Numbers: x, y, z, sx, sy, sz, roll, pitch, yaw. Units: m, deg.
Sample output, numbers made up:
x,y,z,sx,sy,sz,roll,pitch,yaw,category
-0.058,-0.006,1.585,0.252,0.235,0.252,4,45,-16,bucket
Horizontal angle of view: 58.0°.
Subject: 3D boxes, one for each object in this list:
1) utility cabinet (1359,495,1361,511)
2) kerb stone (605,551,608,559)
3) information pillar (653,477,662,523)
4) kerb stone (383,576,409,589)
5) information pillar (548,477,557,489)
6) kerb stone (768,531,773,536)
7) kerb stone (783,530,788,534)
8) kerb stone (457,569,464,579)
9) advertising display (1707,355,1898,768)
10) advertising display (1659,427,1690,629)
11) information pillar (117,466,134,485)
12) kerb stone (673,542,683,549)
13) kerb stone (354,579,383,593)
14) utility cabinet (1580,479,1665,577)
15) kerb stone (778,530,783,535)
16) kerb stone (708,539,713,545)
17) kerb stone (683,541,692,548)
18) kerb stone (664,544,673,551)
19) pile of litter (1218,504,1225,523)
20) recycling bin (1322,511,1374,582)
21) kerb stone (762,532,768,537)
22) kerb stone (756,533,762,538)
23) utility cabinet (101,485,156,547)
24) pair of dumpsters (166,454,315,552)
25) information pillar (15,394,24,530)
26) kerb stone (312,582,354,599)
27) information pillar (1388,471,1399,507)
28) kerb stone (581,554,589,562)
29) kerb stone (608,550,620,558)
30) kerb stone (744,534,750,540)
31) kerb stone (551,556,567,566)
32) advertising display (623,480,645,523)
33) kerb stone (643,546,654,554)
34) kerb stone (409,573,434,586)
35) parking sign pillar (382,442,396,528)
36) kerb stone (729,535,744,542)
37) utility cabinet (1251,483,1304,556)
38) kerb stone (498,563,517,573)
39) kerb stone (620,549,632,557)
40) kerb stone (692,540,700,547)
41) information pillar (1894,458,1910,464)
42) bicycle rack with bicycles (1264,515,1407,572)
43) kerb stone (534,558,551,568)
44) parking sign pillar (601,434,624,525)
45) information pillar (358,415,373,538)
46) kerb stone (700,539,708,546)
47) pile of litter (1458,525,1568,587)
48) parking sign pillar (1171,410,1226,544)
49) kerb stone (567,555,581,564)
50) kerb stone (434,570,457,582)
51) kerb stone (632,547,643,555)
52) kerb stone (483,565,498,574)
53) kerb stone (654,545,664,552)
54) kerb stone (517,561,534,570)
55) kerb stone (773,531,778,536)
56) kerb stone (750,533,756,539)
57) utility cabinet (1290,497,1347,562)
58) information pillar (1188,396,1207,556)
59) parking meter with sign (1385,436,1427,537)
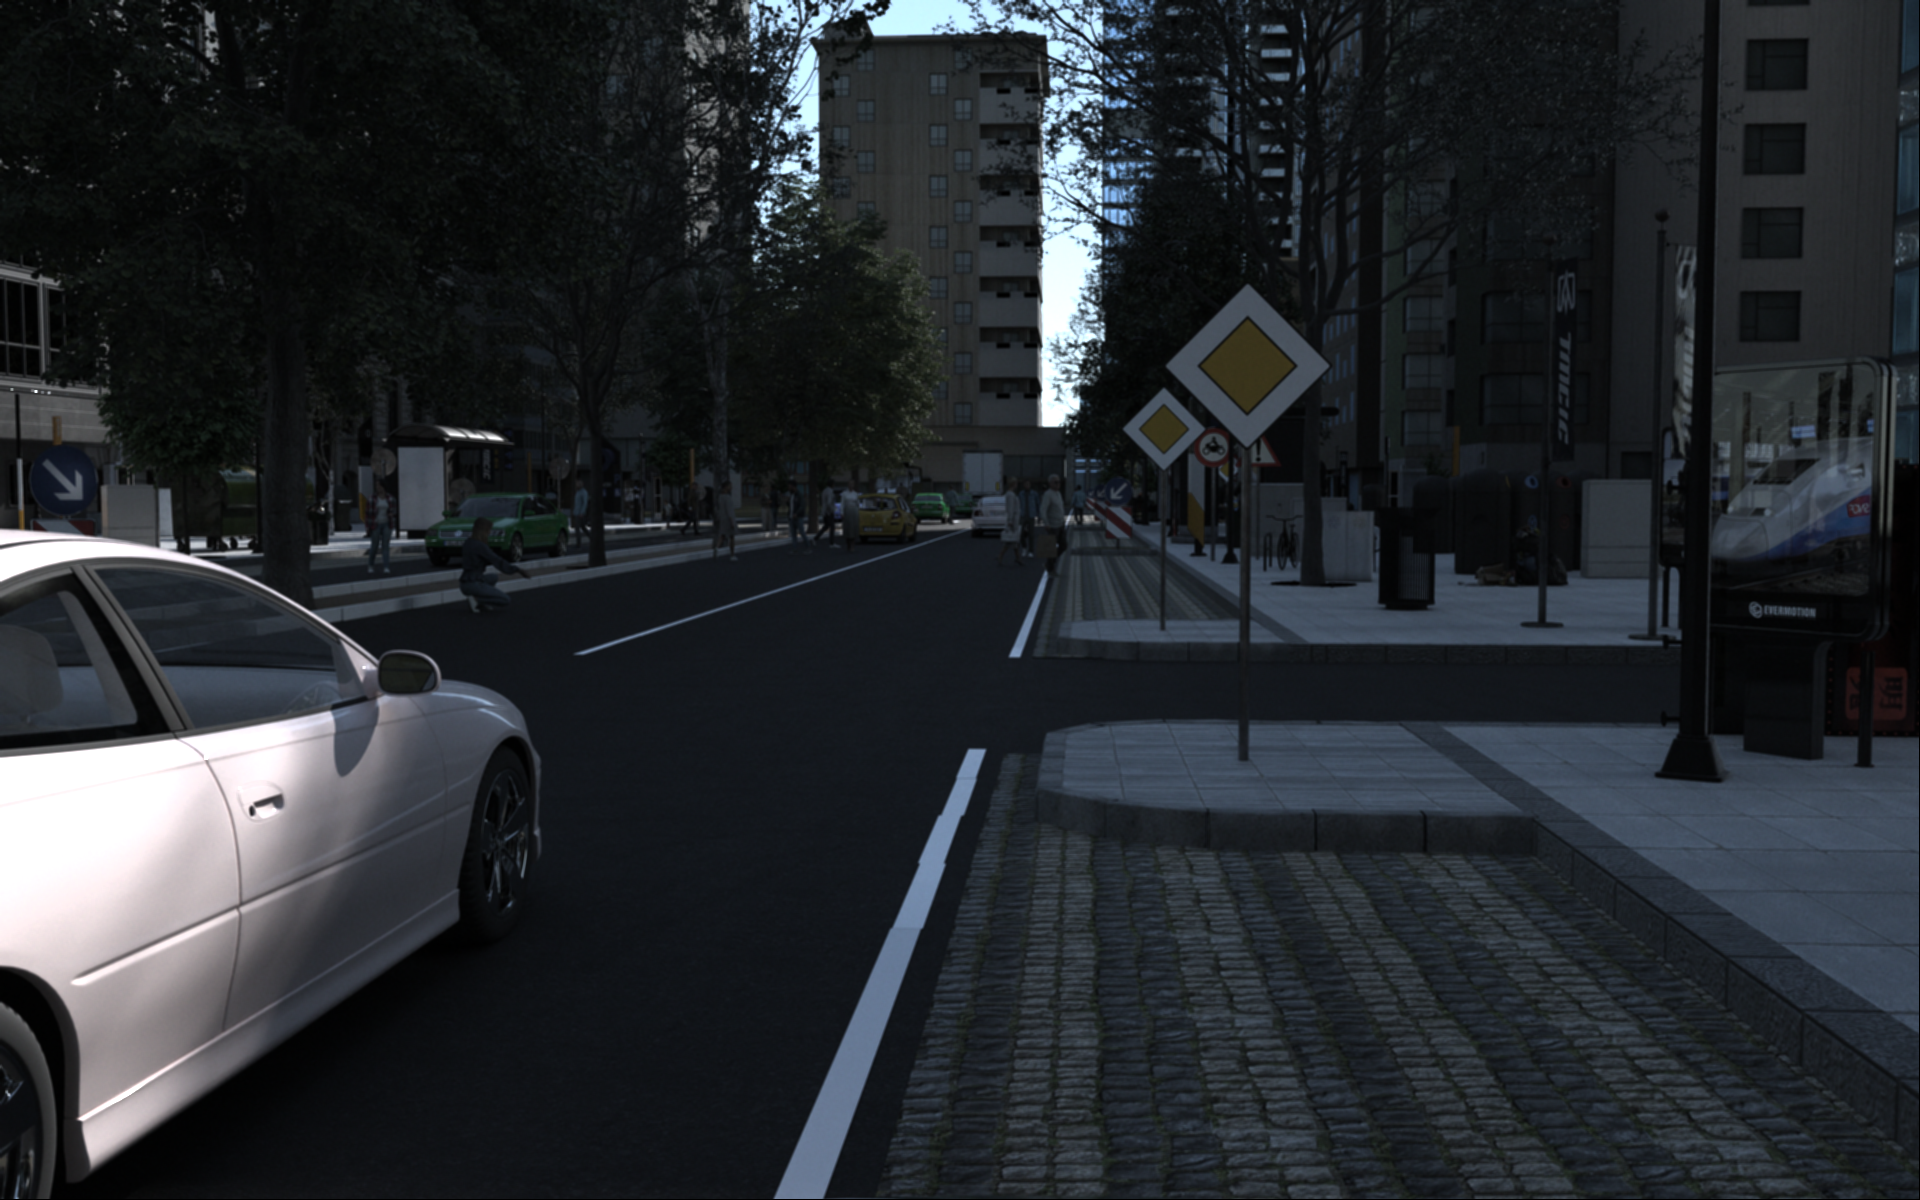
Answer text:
x,y,z,sx,sy,sz,roll,pitch,yaw,category
19.302,-4.333,82.012,1.020,1.237,0.306,-3,5,-41,utility cabinet
-7.900,-0.942,37.598,0.120,0.150,1.000,0,4,4,kerb stone
-13.334,-4.395,76.343,0.304,2.012,0.304,-1,4,-20,information pillar
-8.665,-0.248,26.333,0.120,0.150,1.000,0,4,4,kerb stone
-17.411,-4.254,74.041,0.304,2.012,0.304,1,4,13,information pillar
-6.496,-2.192,58.034,0.120,0.150,1.000,0,4,4,kerb stone
-6.290,-2.378,61.103,0.120,0.150,1.000,0,4,4,kerb stone
-8.447,-0.441,29.405,0.120,0.150,1.000,0,4,4,kerb stone
4.047,-0.199,8.463,0.123,1.923,0.974,-2,4,-30,advertising display
6.932,-0.676,16.260,0.123,1.923,0.974,-1,4,-17,advertising display
-21.809,-2.495,45.289,0.304,2.012,0.304,0,4,-2,information pillar
-7.405,-1.380,44.750,0.120,0.150,1.000,0,4,4,kerb stone
-8.729,-0.191,25.311,0.120,0.150,1.000,0,4,4,kerb stone
10.105,-1.084,26.398,1.173,1.500,0.318,0,4,0,utility cabinet
-6.360,-2.315,60.083,0.120,0.150,1.000,0,4,4,kerb stone
-7.128,-1.626,48.846,0.120,0.150,1.000,0,4,4,kerb stone
-7.332,-1.438,45.775,0.120,0.150,1.000,0,4,4,kerb stone
-7.475,-1.315,43.728,0.120,0.150,1.000,0,4,4,kerb stone
11.538,-3.819,76.404,1.719,0.858,1.176,1,4,16,pile of litter
5.748,-0.801,25.647,0.722,1.027,0.722,1,4,16,recycling bin
-6.564,-2.130,57.013,0.120,0.150,1.000,0,4,4,kerb stone
-6.636,-2.067,55.988,0.120,0.150,1.000,0,4,4,kerb stone
-19.795,-1.991,41.226,0.318,1.500,1.173,2,4,34,utility cabinet
-16.622,-2.300,40.103,1.574,2.255,4.437,0,4,4,pair of dumpsters
-22.083,-3.017,40.678,0.183,3.616,0.504,-2,4,-27,information pillar
-8.798,-0.128,24.288,0.120,0.150,1.000,0,4,4,kerb stone
13.754,-3.089,54.999,0.304,2.012,0.304,0,4,5,information pillar
-7.964,-0.879,36.571,0.120,0.150,1.000,0,4,4,kerb stone
-7.820,-1.004,38.617,0.120,0.150,1.000,0,4,4,kerb stone
-6.780,-1.942,53.949,0.120,0.150,1.000,0,4,4,kerb stone
-8.096,-0.754,34.528,0.120,0.150,1.000,0,4,4,kerb stone
-14.630,-4.439,77.798,0.974,1.923,0.123,0,4,2,advertising display
-7.608,-1.191,41.686,0.120,0.150,1.000,0,4,4,kerb stone
-8.589,-0.316,27.354,0.120,0.150,1.000,0,4,4,kerb stone
-21.192,-4.720,65.640,1.447,3.967,1.447,-1,4,-17,parking sign pillar
-6.847,-1.880,52.929,0.120,0.150,1.000,0,4,4,kerb stone
6.468,-1.646,35.590,1.173,1.500,0.318,1,4,12,utility cabinet
-8.311,-0.566,31.455,0.120,0.150,1.000,0,4,4,kerb stone
-7.756,-1.067,39.637,0.120,0.150,1.000,0,4,4,kerb stone
-7.271,-1.499,46.806,0.120,0.150,1.000,0,4,4,kerb stone
19.248,-1.901,35.573,0.304,2.012,0.304,-2,4,-30,information pillar
6.299,-0.991,29.584,2.852,0.926,2.925,1,4,14,bicycle rack with bicycles
-8.172,-0.691,33.500,0.120,0.150,1.000,0,4,4,kerb stone
-14.971,-5.191,73.348,1.447,3.967,1.447,2,4,35,parking sign pillar
-17.499,-3.651,51.051,0.183,3.616,0.504,2,4,27,information pillar
-7.195,-1.567,47.825,0.120,0.150,1.000,0,4,4,kerb stone
7.835,-0.644,24.487,1.719,0.858,1.176,0,4,-3,pile of litter
6.210,-3.457,44.988,1.447,3.967,1.447,-1,4,-23,parking sign pillar
-8.036,-0.816,35.548,0.120,0.150,1.000,0,4,4,kerb stone
-8.523,-0.378,28.381,0.120,0.150,1.000,0,4,4,kerb stone
-7.679,-1.129,40.657,0.120,0.150,1.000,0,4,4,kerb stone
-8.381,-0.504,30.429,0.120,0.150,1.000,0,4,4,kerb stone
-7.547,-1.255,42.707,0.120,0.150,1.000,0,4,4,kerb stone
-8.248,-0.620,32.476,0.120,0.150,1.000,0,4,4,kerb stone
-6.422,-2.255,59.062,0.120,0.150,1.000,0,4,4,kerb stone
-6.705,-2.004,54.968,0.120,0.150,1.000,0,4,4,kerb stone
6.819,-1.332,32.937,1.020,1.237,0.306,0,4,6,utility cabinet
4.874,-2.709,35.640,0.183,3.616,0.504,3,5,43,information pillar
13.717,-3.423,52.227,1.738,3.016,0.543,1,4,18,parking meter with sign
